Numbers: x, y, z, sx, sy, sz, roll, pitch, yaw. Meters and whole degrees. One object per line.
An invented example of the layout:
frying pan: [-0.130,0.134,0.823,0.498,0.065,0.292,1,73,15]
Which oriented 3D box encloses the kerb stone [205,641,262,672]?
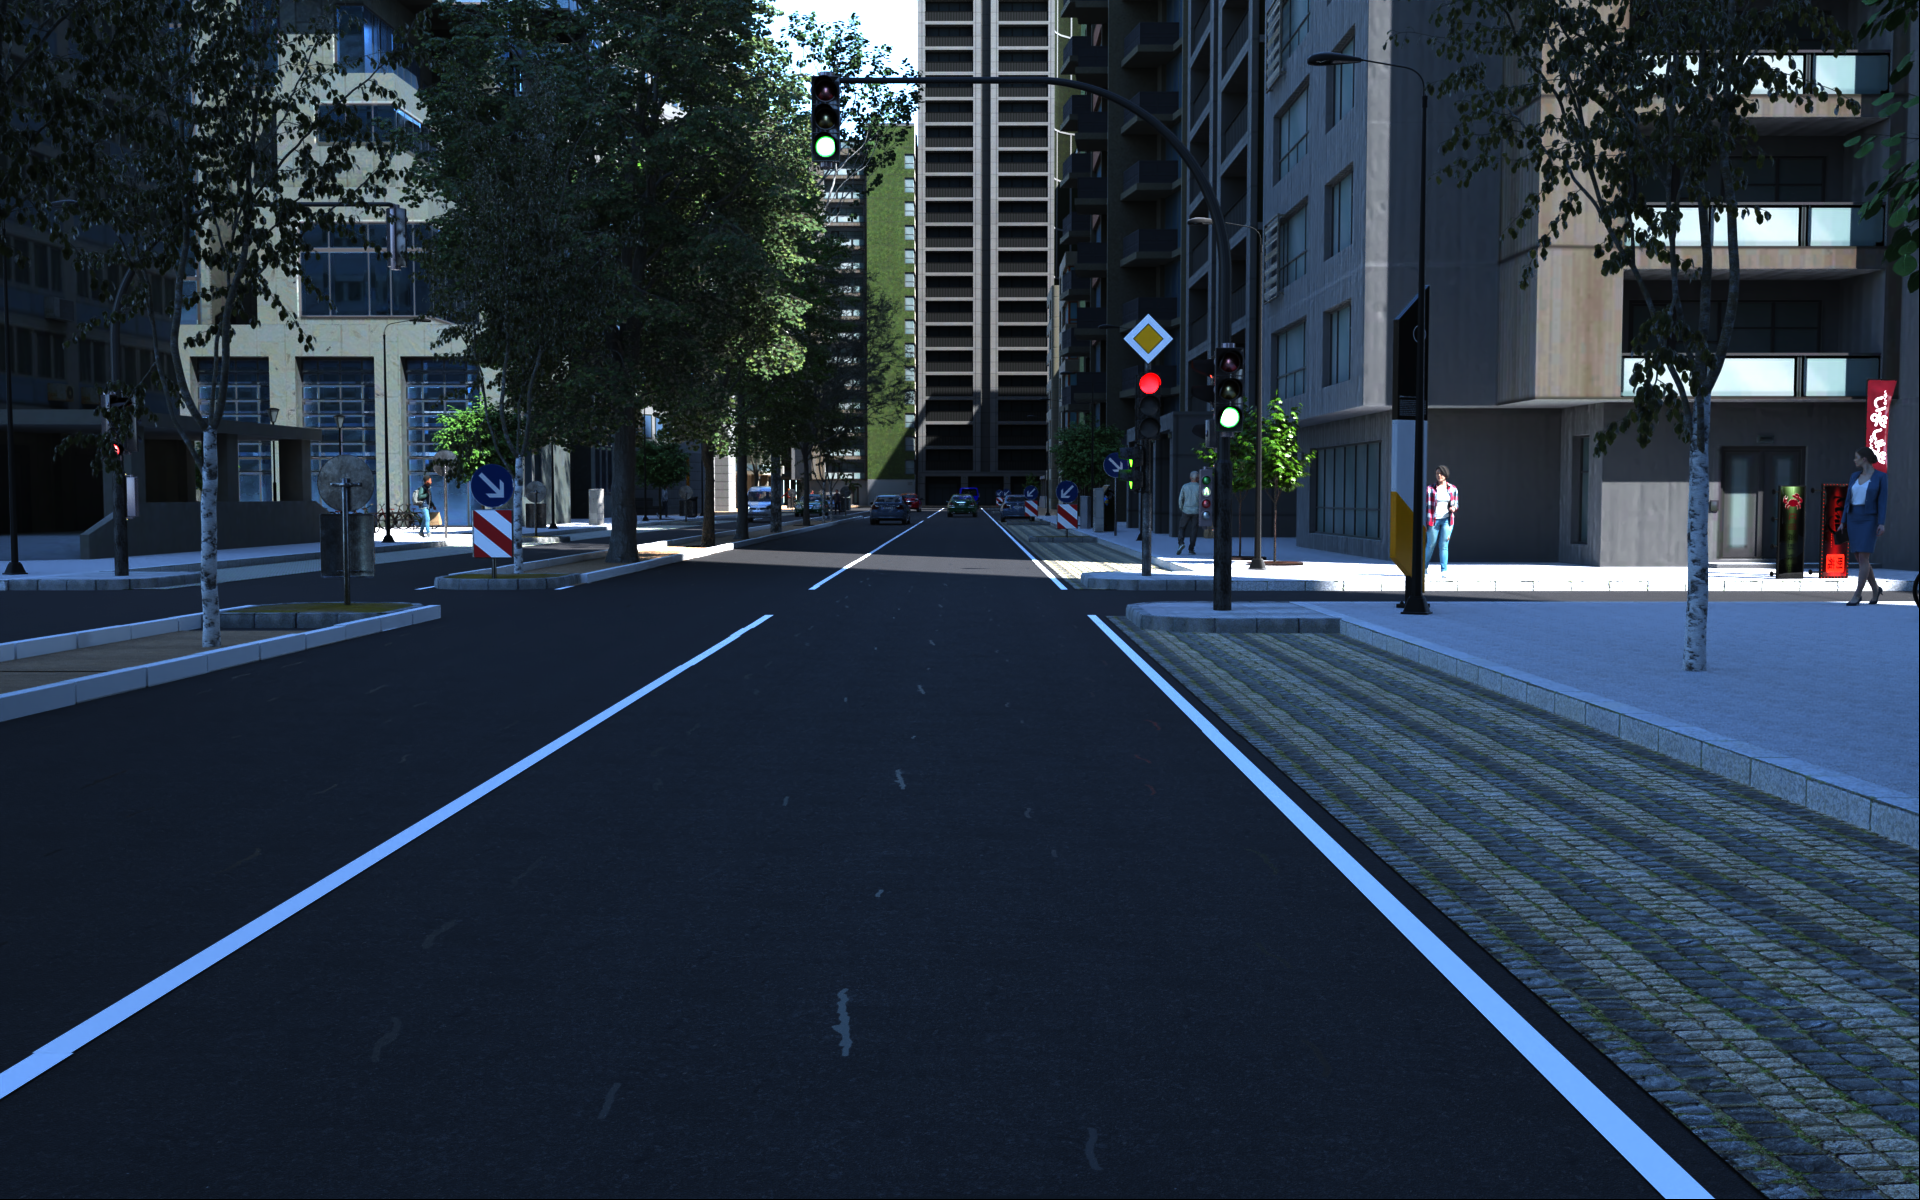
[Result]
kerb stone: [-6.087,0.478,14.386,0.120,0.150,1.000,0,4,0]

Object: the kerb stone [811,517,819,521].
kerb stone: [-7.864,-4.379,93.846,0.120,0.150,1.000,0,4,0]

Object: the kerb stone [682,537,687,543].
kerb stone: [-8.049,-1.685,49.773,0.120,0.150,1.000,0,4,0]

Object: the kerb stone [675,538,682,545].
kerb stone: [-8.040,-1.622,48.751,0.120,0.150,1.000,0,4,0]

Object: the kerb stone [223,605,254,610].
kerb stone: [-8.168,0.164,19.520,0.120,0.150,1.000,0,4,0]

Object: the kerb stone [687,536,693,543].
kerb stone: [-8.041,-1.749,50.795,0.120,0.150,1.000,0,4,0]

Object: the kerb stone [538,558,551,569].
kerb stone: [-8.115,-0.682,33.374,0.120,0.150,1.000,0,4,0]

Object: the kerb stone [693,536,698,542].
kerb stone: [-8.041,-1.811,51.819,0.120,0.150,1.000,0,4,0]

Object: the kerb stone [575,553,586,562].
kerb stone: [-8.101,-0.872,36.451,0.120,0.150,1.000,0,4,0]

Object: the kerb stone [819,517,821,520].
kerb stone: [-7.873,-4.445,94.868,0.120,0.150,1.000,0,4,0]

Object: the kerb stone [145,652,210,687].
kerb stone: [-6.086,0.543,13.359,0.120,0.150,1.000,0,4,0]

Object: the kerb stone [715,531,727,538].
kerb stone: [-8.020,-2.185,57.965,0.120,0.150,1.000,0,4,0]

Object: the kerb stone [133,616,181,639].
kerb stone: [-8.175,0.294,17.468,0.120,0.150,1.000,0,4,0]

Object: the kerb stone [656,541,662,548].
kerb stone: [-8.065,-1.430,45.676,0.120,0.150,1.000,0,4,0]

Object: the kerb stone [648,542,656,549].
kerb stone: [-8.063,-1.374,44.653,0.120,0.150,1.000,0,4,0]

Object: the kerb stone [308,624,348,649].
kerb stone: [-6.076,0.362,16.450,0.120,0.150,1.000,0,4,0]

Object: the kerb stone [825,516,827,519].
kerb stone: [-7.854,-4.696,98.974,0.120,0.150,1.000,0,4,0]

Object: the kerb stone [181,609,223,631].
kerb stone: [-8.170,0.228,18.491,0.120,0.150,1.000,0,4,0]

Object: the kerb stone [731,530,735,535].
kerb stone: [-8.016,-2.313,60.018,0.120,0.150,1.000,0,4,0]

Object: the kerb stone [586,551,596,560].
kerb stone: [-8.095,-0.934,37.473,0.120,0.150,1.000,0,4,0]

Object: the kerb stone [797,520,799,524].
kerb stone: [-7.922,-3.692,82.576,0.120,0.150,1.000,0,4,0]

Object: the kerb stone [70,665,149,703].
kerb stone: [-6.095,0.603,12.334,0.120,0.150,1.000,0,4,0]

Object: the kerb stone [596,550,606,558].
kerb stone: [-8.089,-0.997,38.498,0.120,0.150,1.000,0,4,0]

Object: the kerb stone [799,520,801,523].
kerb stone: [-7.913,-3.756,83.600,0.120,0.150,1.000,0,4,0]

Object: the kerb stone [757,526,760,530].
kerb stone: [-7.979,-2.751,67.203,0.120,0.150,1.000,0,4,0]

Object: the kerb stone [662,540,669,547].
kerb stone: [-8.070,-1.499,46.703,0.120,0.150,1.000,0,4,0]

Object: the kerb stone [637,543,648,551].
kerb stone: [-8.071,-1.307,43.618,0.120,0.150,1.000,0,4,0]

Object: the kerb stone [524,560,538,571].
kerb stone: [-8.117,-0.621,32.352,0.120,0.150,1.000,0,4,0]

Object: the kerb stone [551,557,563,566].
kerb stone: [-8.105,-0.745,34.402,0.120,0.150,1.000,0,4,0]

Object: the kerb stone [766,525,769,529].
kerb stone: [-7.962,-2.939,70.271,0.120,0.150,1.000,0,4,0]

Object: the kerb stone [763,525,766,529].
kerb stone: [-7.966,-2.874,69.249,0.120,0.150,1.000,0,4,0]

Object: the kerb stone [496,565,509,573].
kerb stone: [-8.126,-0.489,30.307,0.120,0.150,1.000,0,4,0]

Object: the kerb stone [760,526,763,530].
kerb stone: [-7.974,-2.814,68.225,0.120,0.150,1.000,0,4,0]

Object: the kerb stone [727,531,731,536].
kerb stone: [-8.011,-2.251,58.993,0.120,0.150,1.000,0,4,0]

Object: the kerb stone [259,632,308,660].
kerb stone: [-6.080,0.415,15.416,0.120,0.150,1.000,0,4,0]

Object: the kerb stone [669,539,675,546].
kerb stone: [-8.059,-1.561,47.725,0.120,0.150,1.000,0,4,0]

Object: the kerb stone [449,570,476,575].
kerb stone: [-8.131,-0.370,28.248,0.120,0.150,1.000,0,4,0]

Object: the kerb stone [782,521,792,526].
kerb stone: [-7.927,-3.505,79.495,0.120,0.150,1.000,0,4,0]

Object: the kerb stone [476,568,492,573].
kerb stone: [-8.126,-0.433,29.277,0.120,0.150,1.000,0,4,0]

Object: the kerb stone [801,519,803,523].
kerb stone: [-7.909,-3.812,84.623,0.120,0.150,1.000,0,4,0]

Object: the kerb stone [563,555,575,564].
kerb stone: [-8.102,-0.809,35.424,0.120,0.150,1.000,0,4,0]

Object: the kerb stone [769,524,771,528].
kerb stone: [-7.961,-3.001,71.300,0.120,0.150,1.000,0,4,0]

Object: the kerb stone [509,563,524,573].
kerb stone: [-8.119,-0.559,31.330,0.120,0.150,1.000,0,4,0]

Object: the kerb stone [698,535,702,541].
kerb stone: [-8.033,-1.875,52.847,0.120,0.150,1.000,0,4,0]

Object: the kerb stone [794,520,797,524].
kerb stone: [-7.919,-3.630,81.545,0.120,0.150,1.000,0,4,0]

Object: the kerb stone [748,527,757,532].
kerb stone: [-7.981,-2.687,66.181,0.120,0.150,1.000,0,4,0]

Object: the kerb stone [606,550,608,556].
kerb stone: [-8.085,-1.060,39.520,0.120,0.150,1.000,0,4,0]

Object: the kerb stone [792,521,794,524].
kerb stone: [-7.931,-3.563,80.523,0.120,0.150,1.000,0,4,0]

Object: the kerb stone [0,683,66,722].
kerb stone: [-6.090,0.667,11.300,0.120,0.150,1.000,0,4,0]
